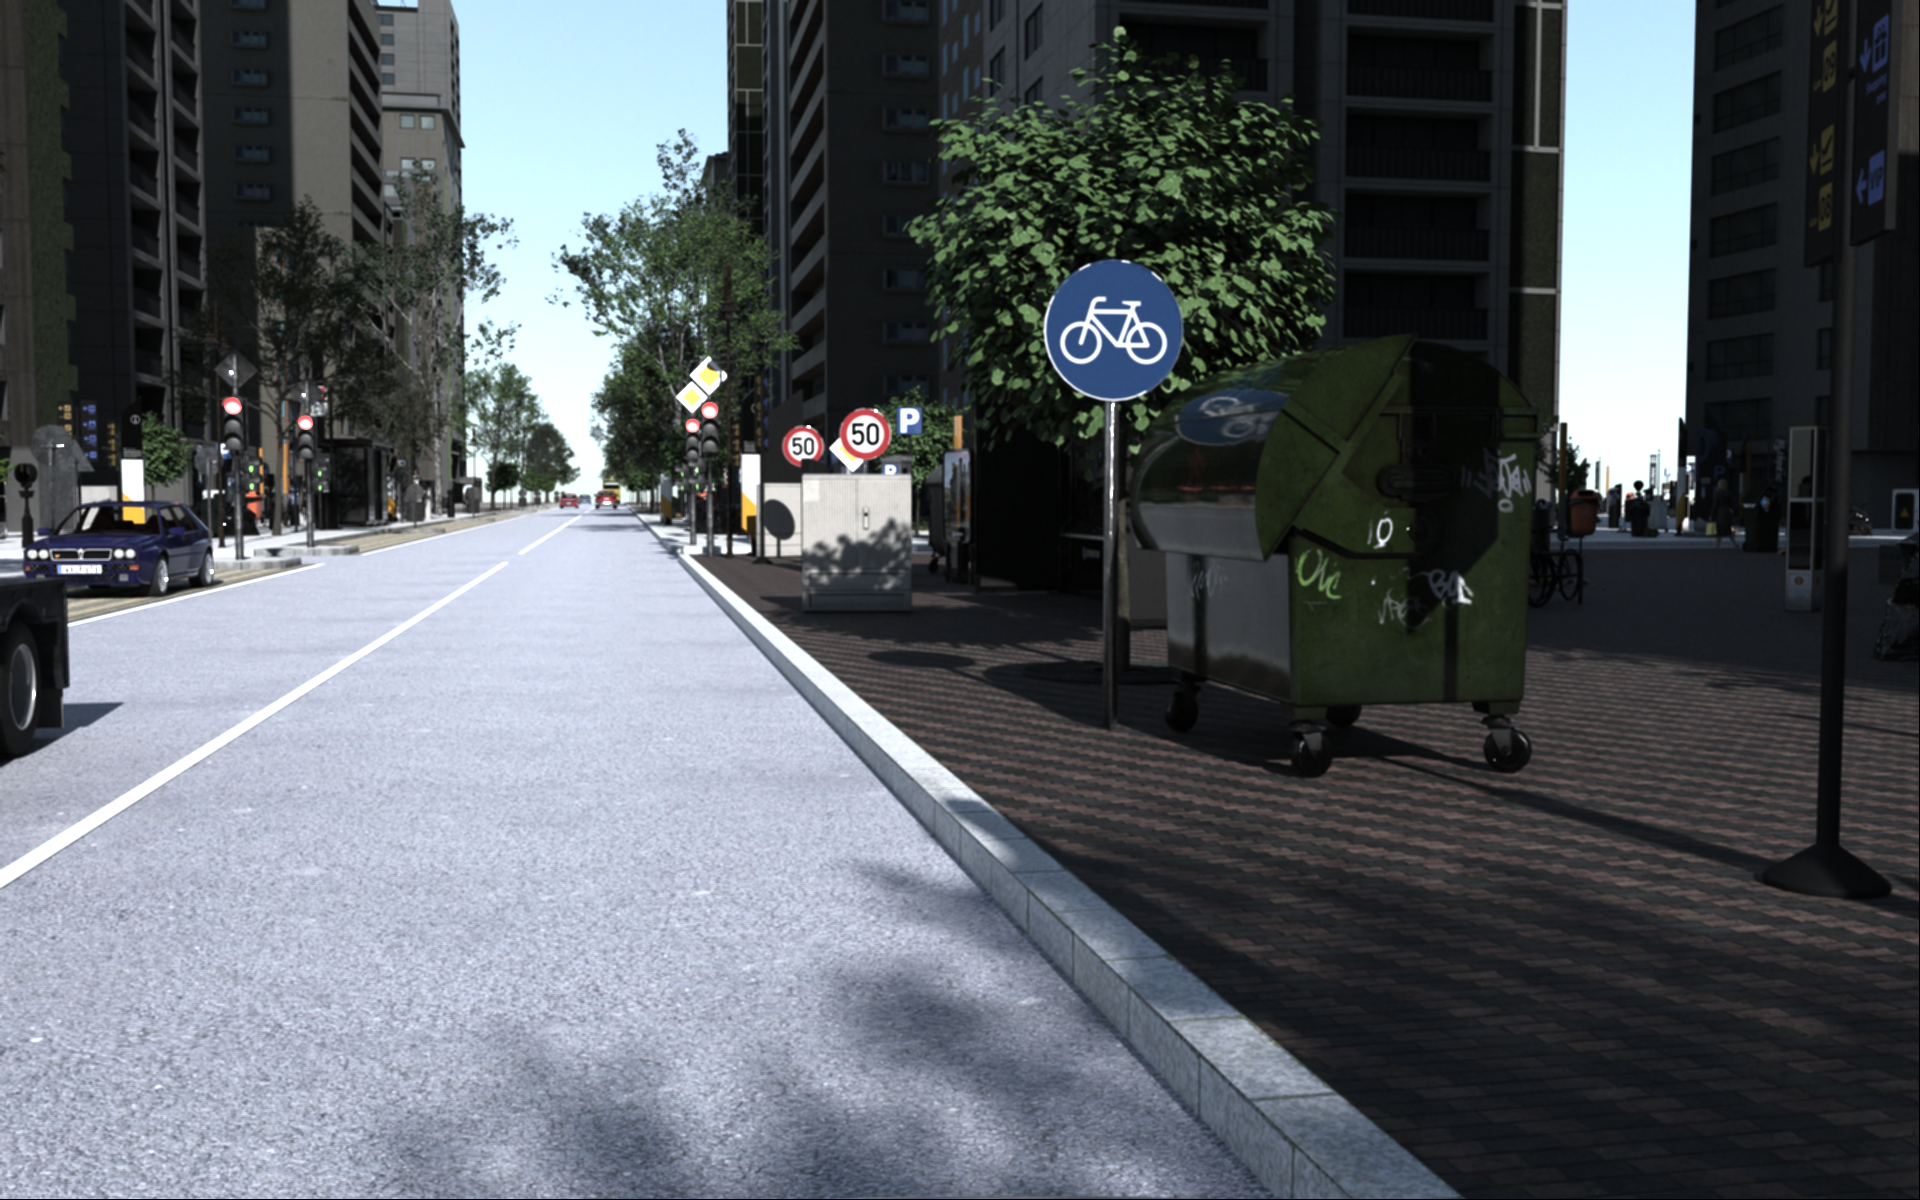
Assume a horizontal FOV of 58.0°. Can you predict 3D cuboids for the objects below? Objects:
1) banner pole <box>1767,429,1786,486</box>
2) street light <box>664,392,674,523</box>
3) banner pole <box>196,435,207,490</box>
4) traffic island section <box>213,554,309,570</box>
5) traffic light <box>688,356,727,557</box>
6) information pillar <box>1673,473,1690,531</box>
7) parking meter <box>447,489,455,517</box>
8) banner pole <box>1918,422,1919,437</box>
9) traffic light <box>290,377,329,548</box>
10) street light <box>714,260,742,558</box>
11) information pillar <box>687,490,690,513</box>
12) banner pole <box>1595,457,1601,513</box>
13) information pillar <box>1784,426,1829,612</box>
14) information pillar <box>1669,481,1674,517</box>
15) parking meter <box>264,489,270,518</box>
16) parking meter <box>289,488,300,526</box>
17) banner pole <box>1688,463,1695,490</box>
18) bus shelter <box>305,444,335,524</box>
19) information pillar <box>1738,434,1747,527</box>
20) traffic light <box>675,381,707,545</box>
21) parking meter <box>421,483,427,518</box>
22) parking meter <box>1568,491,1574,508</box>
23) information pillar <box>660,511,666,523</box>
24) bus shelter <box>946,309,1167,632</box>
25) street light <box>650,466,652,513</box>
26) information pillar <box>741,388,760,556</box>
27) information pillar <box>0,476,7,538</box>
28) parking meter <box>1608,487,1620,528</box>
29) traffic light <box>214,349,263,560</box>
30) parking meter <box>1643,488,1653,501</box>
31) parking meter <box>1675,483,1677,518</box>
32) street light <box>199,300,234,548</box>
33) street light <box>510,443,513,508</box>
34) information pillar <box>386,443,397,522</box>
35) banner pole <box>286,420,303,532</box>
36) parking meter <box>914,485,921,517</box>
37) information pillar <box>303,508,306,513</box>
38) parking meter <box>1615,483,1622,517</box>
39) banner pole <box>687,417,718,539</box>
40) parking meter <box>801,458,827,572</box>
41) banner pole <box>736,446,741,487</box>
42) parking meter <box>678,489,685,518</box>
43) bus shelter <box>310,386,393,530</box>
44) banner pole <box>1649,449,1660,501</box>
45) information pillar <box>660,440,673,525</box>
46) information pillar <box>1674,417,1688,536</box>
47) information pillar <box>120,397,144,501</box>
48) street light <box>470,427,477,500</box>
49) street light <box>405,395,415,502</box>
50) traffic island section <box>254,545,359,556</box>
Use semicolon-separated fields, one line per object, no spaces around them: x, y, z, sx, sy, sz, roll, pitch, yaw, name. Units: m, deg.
31.307;-4.682;66.568;0.401;3.779;0.863;-3;5;-45;banner pole
-13.082;-6.429;77.902;0.468;5.910;1.993;-1;4;-11;street light
-32.300;-5.127;73.846;0.863;3.779;0.401;2;4;35;banner pole
-14.066;-0.703;33.780;2.009;0.180;2.903;-1;4;-11;traffic island section
-5.141;-2.845;35.431;0.839;4.253;0.868;-1;4;-11;traffic light
25.180;-3.415;60.330;0.304;2.012;0.304;-2;4;-27;information pillar
-27.919;-5.295;94.983;0.372;1.533;0.369;0;3;0;parking meter
29.798;-3.873;53.347;0.863;3.779;0.401;-1;4;-13;banner pole
-15.584;-3.215;41.485;0.839;4.253;0.868;-1;4;-11;traffic light
-4.594;-3.768;34.394;0.468;5.910;1.993;-1;4;-11;street light
-18.442;-6.938;117.925;0.304;2.012;0.304;-2;4;-27;information pillar
42.809;-7.720;116.237;0.401;3.779;0.863;0;4;-4;banner pole
9.245;-0.883;18.926;0.304;2.012;0.304;-3;5;-43;information pillar
39.117;-5.534;94.966;0.304;2.012;0.304;-1;4;-21;information pillar
-36.149;-5.024;90.547;0.372;1.533;0.369;0;3;0;parking meter
-26.938;-3.772;70.086;0.372;1.533;0.369;0;3;0;parking meter
50.943;-8.017;121.087;0.401;3.779;0.863;-3;5;-41;banner pole
-28.246;-5.332;78.469;1.731;3.624;6.357;-1;4;-11;bus shelter
30.596;-4.669;67.688;0.183;3.616;0.504;3;5;40;information pillar
-6.699;-3.324;43.263;0.839;4.253;0.868;-1;4;-11;traffic light
-29.172;-5.421;94.350;0.255;1.863;0.399;0;4;-5;parking meter
28.988;-4.669;82.049;0.255;1.863;0.399;-3;5;-42;parking meter
-12.968;-4.380;76.100;0.304;2.012;0.304;1;4;16;information pillar
1.269;-1.705;19.155;1.731;3.624;6.357;-1;4;-11;bus shelter
-20.830;-8.803;116.720;0.468;5.910;1.993;-1;4;-11;street light
-4.337;-2.740;36.156;0.504;3.616;0.183;-3;5;-40;information pillar
-28.299;-2.848;51.061;0.304;2.012;0.304;-2;4;-34;information pillar
24.486;-3.451;64.834;0.372;1.533;0.369;0;3;0;parking meter
-14.025;-2.736;33.653;0.839;4.253;0.868;-1;4;-11;traffic light
25.931;-3.480;65.305;0.372;1.533;0.369;0;3;0;parking meter
39.214;-5.430;94.484;0.399;1.863;0.255;-3;5;-42;parking meter
-17.702;-4.194;41.366;0.468;5.910;1.993;-1;4;-11;street light
-40.297;-11.170;155.409;0.468;5.910;1.993;-1;4;-11;street light
-26.214;-5.400;79.647;0.183;3.616;0.504;3;4;37;information pillar
-22.612;-4.203;58.730;0.401;3.779;0.863;-3;4;-37;banner pole
-2.374;-5.554;96.511;0.255;1.863;0.399;-2;4;-32;parking meter
-42.481;-6.599;112.384;0.304;2.012;0.304;-1;4;-17;information pillar
36.093;-5.464;95.049;0.399;1.863;0.255;1;4;22;parking meter
-7.409;-3.660;49.862;0.863;3.779;0.401;-1;4;-21;banner pole
-2.394;-1.395;28.525;0.255;1.863;0.399;3;5;43;parking meter
-9.861;-5.470;79.455;0.863;3.779;0.401;0;4;-3;banner pole
-15.083;-5.225;93.844;0.372;1.533;0.369;0;3;0;parking meter
-23.568;-5.455;66.825;2.179;5.291;8.768;-1;4;-11;bus shelter
38.879;-6.535;96.866;0.863;3.779;0.401;-1;4;-20;banner pole
-12.074;-4.884;71.205;0.504;3.616;0.183;0;4;5;information pillar
21.953;-3.751;52.683;0.183;3.616;0.504;0;4;1;information pillar
-19.834;-3.069;41.539;0.183;3.616;0.504;3;5;45;information pillar
-32.806;-8.823;117.046;0.468;5.910;1.993;-1;4;-11;street light
-25.185;-6.534;79.626;0.468;5.910;1.993;-1;4;-11;street light
-15.625;-1.182;41.612;2.009;0.180;2.903;-1;4;-11;traffic island section
